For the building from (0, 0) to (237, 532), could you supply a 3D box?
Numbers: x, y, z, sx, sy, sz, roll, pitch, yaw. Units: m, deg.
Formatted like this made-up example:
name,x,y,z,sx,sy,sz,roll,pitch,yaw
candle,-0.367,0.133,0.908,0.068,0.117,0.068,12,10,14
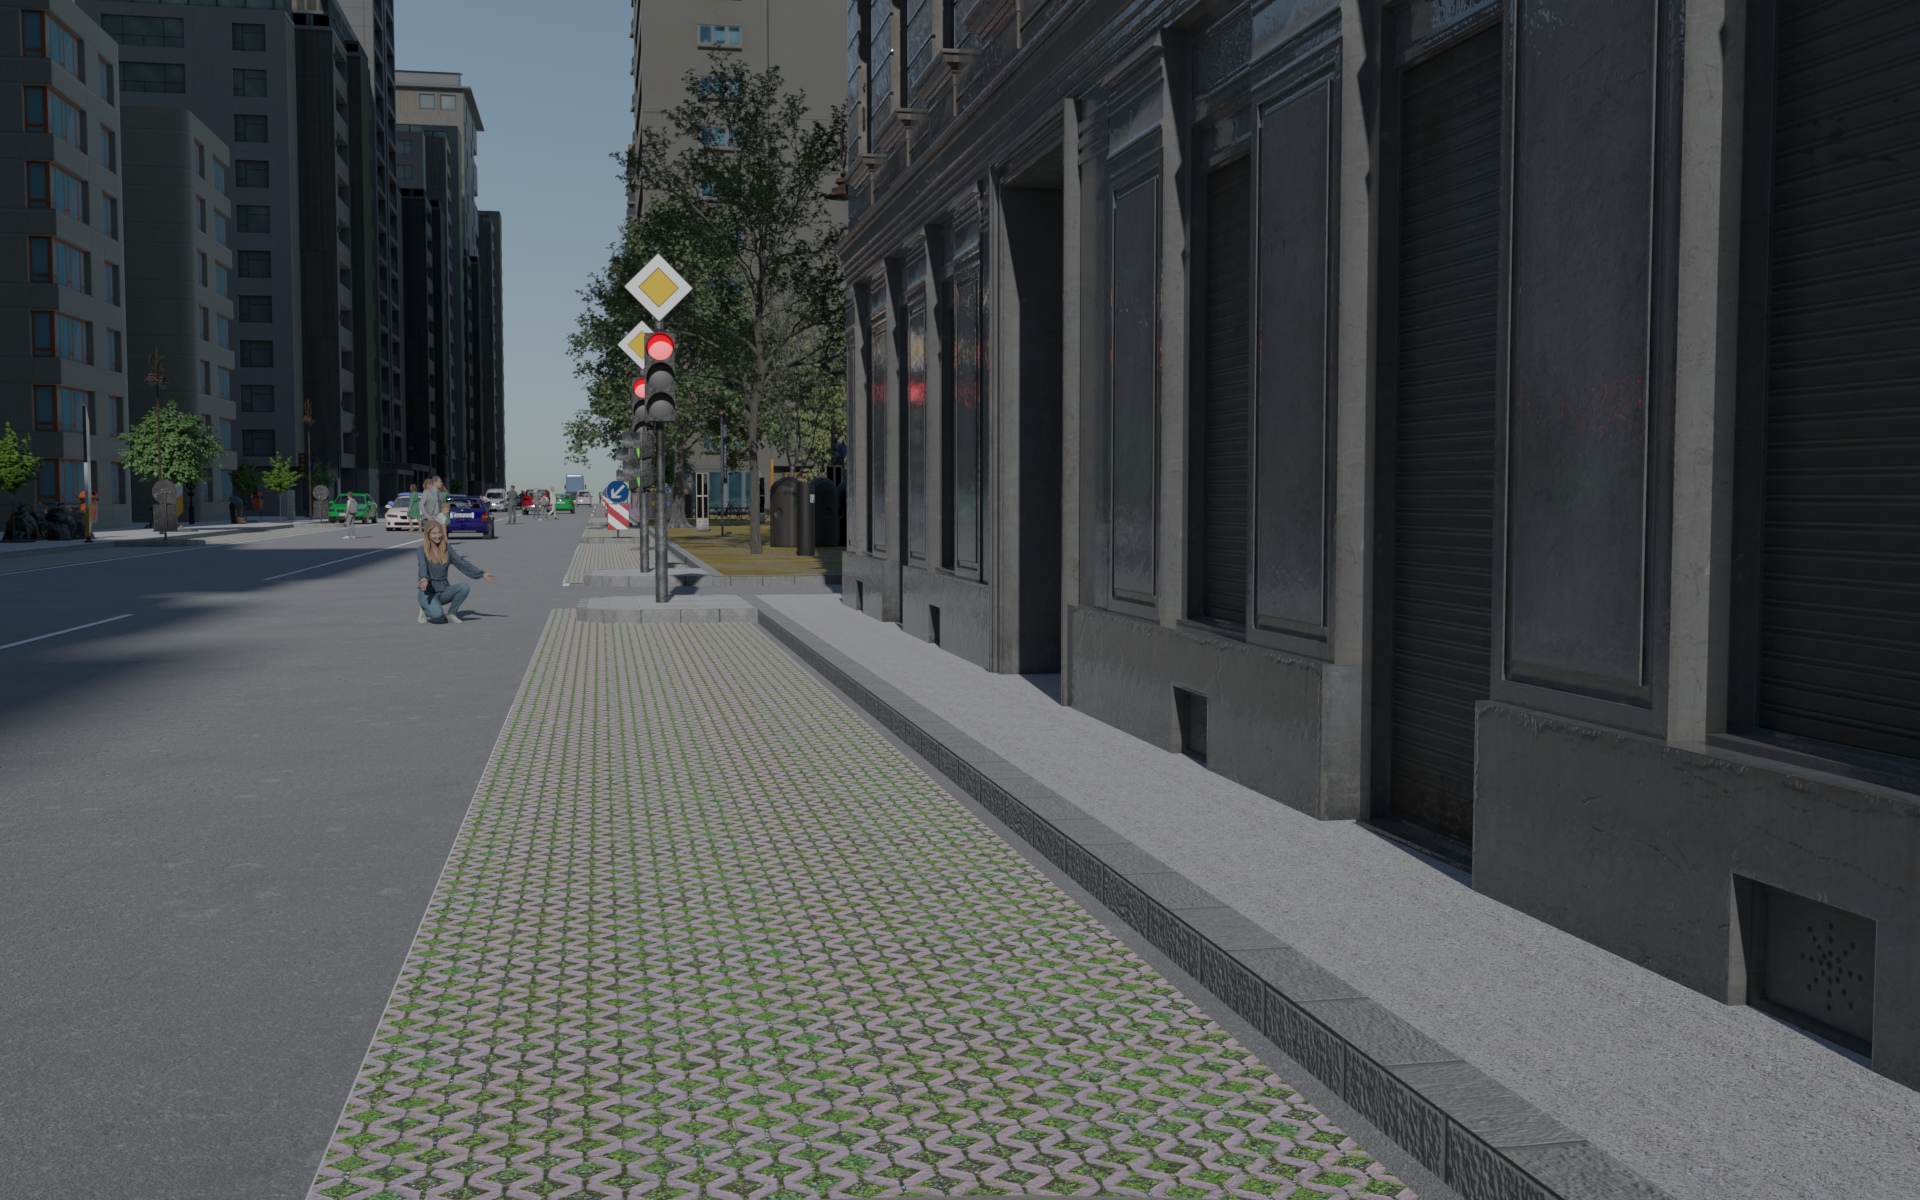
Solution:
name,x,y,z,sx,sy,sz,roll,pitch,yaw
building,-46.999,-13.747,69.795,27.650,21.520,28.899,-1,4,-12

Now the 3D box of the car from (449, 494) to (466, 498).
name,x,y,z,sx,sy,sz,roll,pitch,yaw
car,-30.971,-5.755,106.095,2.014,1.417,4.499,-1,4,-10

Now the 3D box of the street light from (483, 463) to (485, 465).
name,x,y,z,sx,sy,sz,roll,pitch,yaw
street light,-58.089,-14.573,211.056,0.468,5.910,1.993,-1,4,-12

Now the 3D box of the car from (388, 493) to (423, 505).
name,x,y,z,sx,sy,sz,roll,pitch,yaw
car,-24.052,-4.063,76.029,1.945,1.707,3.694,-1,4,-13

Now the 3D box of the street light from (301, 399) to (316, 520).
name,x,y,z,sx,sy,sz,roll,pitch,yaw
street light,-31.589,-6.808,84.100,0.468,5.910,1.993,-1,4,-12

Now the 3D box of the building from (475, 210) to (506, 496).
name,x,y,z,sx,sy,sz,roll,pitch,yaw
building,-71.321,-34.149,241.922,14.154,41.232,14.086,-1,4,-12

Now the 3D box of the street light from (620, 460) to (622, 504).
name,x,y,z,sx,sy,sz,roll,pitch,yaw
street light,-38.745,-13.866,199.494,0.468,5.910,1.993,-1,4,-12

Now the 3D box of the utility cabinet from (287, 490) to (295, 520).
name,x,y,z,sx,sy,sz,roll,pitch,yaw
utility cabinet,-33.378,-4.756,86.437,0.318,1.500,1.173,-1,4,-17

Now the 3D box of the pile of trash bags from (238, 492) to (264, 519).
name,x,y,z,sx,sy,sz,roll,pitch,yaw
pile of trash bags,-37.853,-4.928,90.319,3.447,1.369,1.912,1,4,14

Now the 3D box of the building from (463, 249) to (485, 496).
name,x,y,z,sx,sy,sz,roll,pitch,yaw
building,-63.034,-26.237,200.682,14.160,30.474,14.107,-1,4,-12

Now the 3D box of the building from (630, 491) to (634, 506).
name,x,y,z,sx,sy,sz,roll,pitch,yaw
building,-30.044,-25.839,194.173,14.160,30.474,14.107,-1,4,-12

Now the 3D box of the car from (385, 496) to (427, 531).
name,x,y,z,sx,sy,sz,roll,pitch,yaw
car,-21.550,-3.429,68.429,2.083,1.381,4.827,-1,4,-12

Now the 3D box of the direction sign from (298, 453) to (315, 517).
name,x,y,z,sx,sy,sz,roll,pitch,yaw
direction sign,-35.990,-6.328,95.465,0.876,3.537,0.379,0,4,0

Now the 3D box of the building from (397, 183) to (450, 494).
name,x,y,z,sx,sy,sz,roll,pitch,yaw
building,-55.794,-23.857,161.769,14.160,30.474,14.107,-1,4,-12

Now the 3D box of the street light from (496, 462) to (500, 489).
name,x,y,z,sx,sy,sz,roll,pitch,yaw
street light,-64.047,-16.365,240.349,0.468,5.910,1.993,-1,4,-12

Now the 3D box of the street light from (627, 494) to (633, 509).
name,x,y,z,sx,sy,sz,roll,pitch,yaw
street light,-27.962,-10.682,147.444,0.468,5.910,1.993,-1,4,-12

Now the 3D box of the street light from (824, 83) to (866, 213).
name,x,y,z,sx,sy,sz,roll,pitch,yaw
street light,-1.239,-2.890,20.040,0.468,5.910,1.993,-1,4,-12

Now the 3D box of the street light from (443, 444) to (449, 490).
name,x,y,z,sx,sy,sz,roll,pitch,yaw
street light,-47.221,-11.394,159.085,0.468,5.910,1.993,-1,4,-12

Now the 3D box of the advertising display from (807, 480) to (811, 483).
name,x,y,z,sx,sy,sz,roll,pitch,yaw
advertising display,-6.477,-4.510,78.954,0.974,1.923,0.123,-1,4,-19

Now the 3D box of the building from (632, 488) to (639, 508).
name,x,y,z,sx,sy,sz,roll,pitch,yaw
building,-15.462,-29.112,167.854,32.217,40.220,23.993,-1,4,-12

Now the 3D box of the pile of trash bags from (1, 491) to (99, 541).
name,x,y,z,sx,sy,sz,roll,pitch,yaw
pile of trash bags,-25.392,-2.399,48.973,1.912,1.369,3.447,0,4,1

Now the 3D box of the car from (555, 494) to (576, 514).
name,x,y,z,sx,sy,sz,roll,pitch,yaw
car,-29.185,-7.229,126.983,1.959,1.807,4.718,-1,4,-11

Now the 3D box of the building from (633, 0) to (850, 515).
name,x,y,z,sx,sy,sz,roll,pitch,yaw
building,-10.506,-30.044,114.926,21.300,48.544,21.600,-1,4,-12

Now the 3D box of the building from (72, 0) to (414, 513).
name,x,y,z,sx,sy,sz,roll,pitch,yaw
building,-55.880,-26.247,121.024,32.217,40.220,23.993,-1,4,-12

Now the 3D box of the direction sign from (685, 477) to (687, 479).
name,x,y,z,sx,sy,sz,roll,pitch,yaw
direction sign,-14.170,-5.815,87.071,0.876,3.537,0.379,-2,4,-24

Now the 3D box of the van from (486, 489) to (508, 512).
name,x,y,z,sx,sy,sz,roll,pitch,yaw
van,-36.716,-7.944,136.891,2.013,2.044,4.112,-1,4,-11

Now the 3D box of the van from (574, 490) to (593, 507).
name,x,y,z,sx,sy,sz,roll,pitch,yaw
van,-40.949,-11.096,188.425,2.013,2.044,4.112,-1,4,-13

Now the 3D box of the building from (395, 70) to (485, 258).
name,x,y,z,sx,sy,sz,roll,pitch,yaw
building,-75.275,-38.503,218.758,28.713,52.752,27.495,-1,4,-12

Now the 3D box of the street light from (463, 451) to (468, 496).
name,x,y,z,sx,sy,sz,roll,pitch,yaw
street light,-51.951,-12.786,181.836,0.468,5.910,1.993,-1,4,-12

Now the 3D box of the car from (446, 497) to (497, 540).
name,x,y,z,sx,sy,sz,roll,pitch,yaw
car,-15.858,-2.626,55.518,1.945,1.354,3.894,-1,4,-13

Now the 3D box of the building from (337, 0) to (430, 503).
name,x,y,z,sx,sy,sz,roll,pitch,yaw
building,-55.451,-43.098,142.902,20.563,71.187,20.611,-1,4,-12

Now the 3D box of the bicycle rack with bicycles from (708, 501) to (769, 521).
name,x,y,z,sx,sy,sz,roll,pitch,yaw
bicycle rack with bicycles,-11.159,-4.363,84.721,2.925,0.926,2.852,1,4,21

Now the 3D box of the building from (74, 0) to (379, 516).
name,x,y,z,sx,sy,sz,roll,pitch,yaw
building,-43.420,-20.331,104.112,14.160,30.474,14.107,-1,4,-12

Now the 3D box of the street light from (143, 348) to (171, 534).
name,x,y,z,sx,sy,sz,roll,pitch,yaw
street light,-25.367,-5.019,54.849,0.468,5.910,1.993,-1,4,-12

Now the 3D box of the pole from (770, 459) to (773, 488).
name,x,y,z,sx,sy,sz,roll,pitch,yaw
pole,-10.928,-6.524,100.502,0.158,3.312,0.155,0,3,0

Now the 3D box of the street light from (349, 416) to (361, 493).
name,x,y,z,sx,sy,sz,roll,pitch,yaw
street light,-35.021,-7.807,100.427,0.468,5.910,1.993,-1,4,-12

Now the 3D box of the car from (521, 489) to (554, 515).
name,x,y,z,sx,sy,sz,roll,pitch,yaw
car,-29.089,-6.771,119.380,2.281,1.827,5.304,-1,4,-11

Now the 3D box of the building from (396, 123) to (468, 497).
name,x,y,z,sx,sy,sz,roll,pitch,yaw
building,-60.881,-30.703,185.583,14.154,41.232,14.086,-1,4,-12

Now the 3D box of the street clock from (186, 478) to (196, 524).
name,x,y,z,sx,sy,sz,roll,pitch,yaw
street clock,-32.643,-4.218,73.537,0.471,2.002,0.358,-3,5,-39

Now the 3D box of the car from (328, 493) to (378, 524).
name,x,y,z,sx,sy,sz,roll,pitch,yaw
car,-28.969,-4.519,82.677,1.959,1.807,4.718,-1,4,-10

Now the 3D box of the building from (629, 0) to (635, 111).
name,x,y,z,sx,sy,sz,roll,pitch,yaw
building,-15.200,-29.697,140.175,22.147,44.769,28.867,-1,4,-12

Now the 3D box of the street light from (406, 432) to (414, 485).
name,x,y,z,sx,sy,sz,roll,pitch,yaw
street light,-41.119,-9.602,129.776,0.468,5.910,1.993,-1,4,-12

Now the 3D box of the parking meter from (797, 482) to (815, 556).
name,x,y,z,sx,sy,sz,roll,pitch,yaw
parking meter,-3.205,-1.686,35.982,0.372,1.533,0.369,0,3,0

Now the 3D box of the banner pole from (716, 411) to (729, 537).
name,x,y,z,sx,sy,sz,roll,pitch,yaw
banner pole,-7.107,-3.800,52.149,0.401,3.779,0.863,-1,4,-22

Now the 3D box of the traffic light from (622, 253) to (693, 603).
name,x,y,z,sx,sy,sz,roll,pitch,yaw
traffic light,-3.545,-1.923,20.368,0.839,4.253,0.868,-1,4,-12

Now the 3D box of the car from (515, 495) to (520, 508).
name,x,y,z,sx,sy,sz,roll,pitch,yaw
car,-43.479,-9.766,172.034,2.083,1.381,4.827,-1,4,-11

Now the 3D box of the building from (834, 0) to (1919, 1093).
name,x,y,z,sx,sy,sz,roll,pitch,yaw
building,5.027,-9.947,11.781,9.793,20.994,18.267,-1,4,-12

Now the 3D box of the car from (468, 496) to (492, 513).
name,x,y,z,sx,sy,sz,roll,pitch,yaw
car,-32.902,-6.443,117.916,1.945,1.354,3.894,-1,4,-11

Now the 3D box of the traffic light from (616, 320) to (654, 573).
name,x,y,z,sx,sy,sz,roll,pitch,yaw
traffic light,-5.170,-2.402,28.187,0.839,4.253,0.868,-1,4,-12
